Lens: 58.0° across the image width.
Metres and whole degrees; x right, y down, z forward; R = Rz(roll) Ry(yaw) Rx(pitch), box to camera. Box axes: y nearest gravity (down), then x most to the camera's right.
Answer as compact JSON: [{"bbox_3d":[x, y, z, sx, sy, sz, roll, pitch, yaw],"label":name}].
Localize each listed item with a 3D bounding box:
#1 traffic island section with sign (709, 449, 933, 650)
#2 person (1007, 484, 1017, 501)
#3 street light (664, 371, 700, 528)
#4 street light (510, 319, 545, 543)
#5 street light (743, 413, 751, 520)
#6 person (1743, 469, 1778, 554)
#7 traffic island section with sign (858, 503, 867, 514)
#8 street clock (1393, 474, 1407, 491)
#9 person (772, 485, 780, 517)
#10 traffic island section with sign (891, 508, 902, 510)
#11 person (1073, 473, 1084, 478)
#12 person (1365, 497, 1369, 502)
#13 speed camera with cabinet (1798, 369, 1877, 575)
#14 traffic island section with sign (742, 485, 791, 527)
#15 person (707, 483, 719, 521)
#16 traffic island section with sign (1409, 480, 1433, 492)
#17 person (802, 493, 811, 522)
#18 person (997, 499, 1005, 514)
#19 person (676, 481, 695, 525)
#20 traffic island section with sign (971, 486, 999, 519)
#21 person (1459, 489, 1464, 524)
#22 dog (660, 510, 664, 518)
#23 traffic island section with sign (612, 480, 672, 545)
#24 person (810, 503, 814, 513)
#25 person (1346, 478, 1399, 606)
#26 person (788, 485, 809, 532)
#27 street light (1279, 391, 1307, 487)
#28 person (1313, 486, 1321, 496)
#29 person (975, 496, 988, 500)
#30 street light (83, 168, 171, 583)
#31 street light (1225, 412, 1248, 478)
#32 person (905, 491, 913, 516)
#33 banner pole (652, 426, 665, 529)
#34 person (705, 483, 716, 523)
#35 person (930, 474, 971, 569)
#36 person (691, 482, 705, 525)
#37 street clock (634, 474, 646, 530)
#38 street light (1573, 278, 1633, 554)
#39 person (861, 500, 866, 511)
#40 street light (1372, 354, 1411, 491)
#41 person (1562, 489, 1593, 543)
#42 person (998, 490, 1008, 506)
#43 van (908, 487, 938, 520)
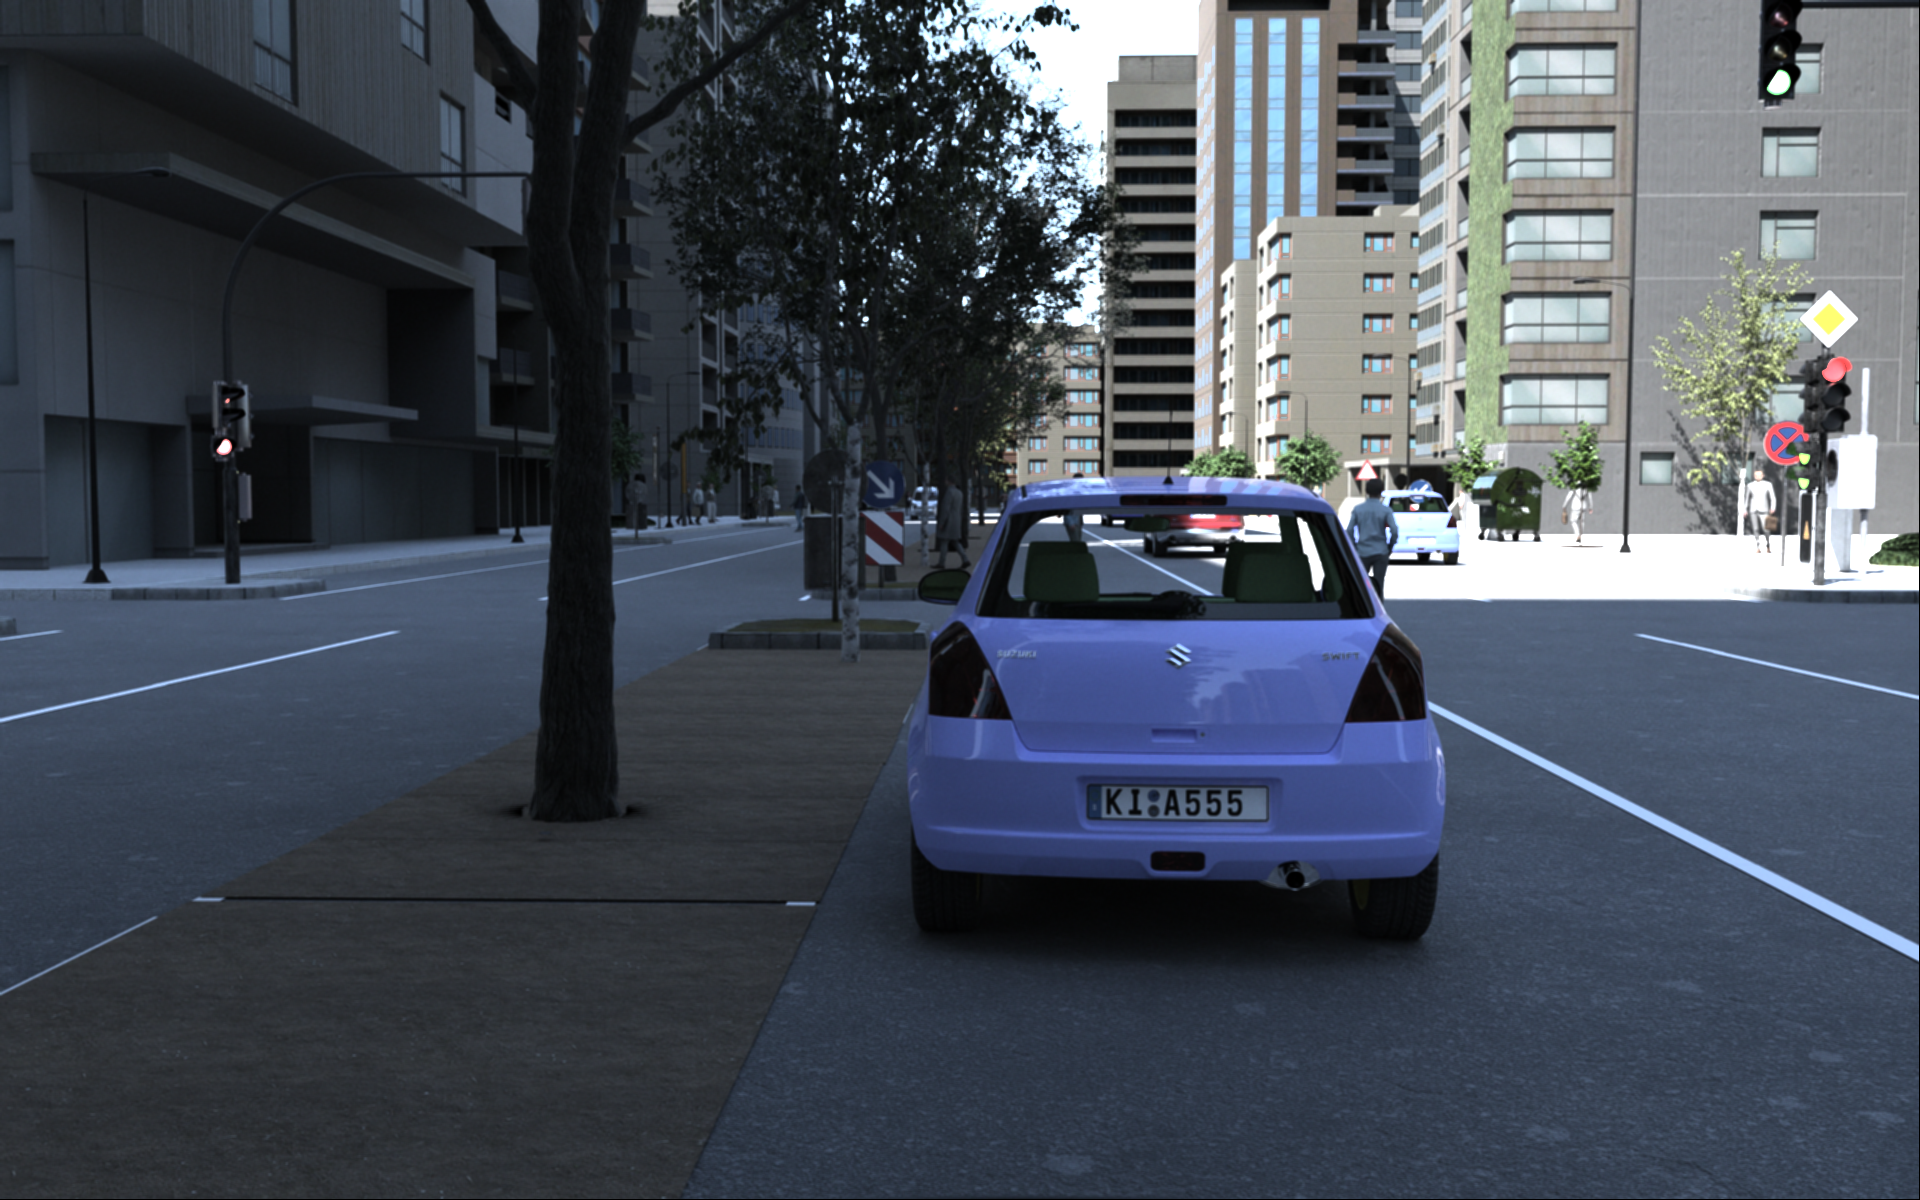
[{"bbox_3d":[-1.279,-0.529,16.790,2.006,1.907,1.989,0,4,2],"label":"traffic island section with sign"},{"bbox_3d":[1.856,-3.182,60.797,0.793,1.790,0.793,-1,4,-13],"label":"person"},{"bbox_3d":[-10.514,-5.696,65.663,1.470,5.913,1.316,0,4,2],"label":"street light"},{"bbox_3d":[-11.145,-4.466,45.555,1.470,5.913,1.316,0,4,2],"label":"street light"},{"bbox_3d":[-10.032,-6.926,85.776,1.470,5.913,1.316,0,4,2],"label":"street light"},{"bbox_3d":[17.177,-1.896,37.169,0.709,1.813,0.853,2,4,34],"label":"person"},{"bbox_3d":[-7.034,-7.211,126.524,1.989,1.847,2.006,0,4,2],"label":"traffic island section with sign"},{"bbox_3d":[15.696,-3.497,61.743,0.471,2.002,0.358,0,4,-6],"label":"street clock"},{"bbox_3d":[-10.469,-5.586,97.728,0.624,1.780,0.694,-2,4,-35],"label":"person"},{"bbox_3d":[-6.204,-8.859,153.467,1.989,1.847,2.006,0,4,2],"label":"traffic island section with sign"},{"bbox_3d":[1.896,-1.243,29.175,0.444,1.785,0.601,2,4,35],"label":"person"},{"bbox_3d":[15.035,-3.448,62.763,0.721,1.781,0.623,3,5,42],"label":"person"},{"bbox_3d":[14.222,-2.065,28.101,0.660,3.252,2.038,1,4,11],"label":"speed camera with cabinet"},{"bbox_3d":[-8.540,-4.163,76.695,1.989,1.847,2.006,0,4,2],"label":"traffic island section with sign"},{"bbox_3d":[-11.856,-4.688,82.787,0.635,1.810,0.391,3,4,38],"label":"person"},{"bbox_3d":[12.751,-2.472,49.041,1.989,1.847,2.006,0,4,2],"label":"traffic island section with sign"},{"bbox_3d":[-7.827,-4.864,88.567,0.519,1.759,0.362,2,4,30],"label":"person"},{"bbox_3d":[2.007,-4.295,83.745,0.382,1.210,0.505,1,4,15],"label":"person"},{"bbox_3d":[-11.518,-4.082,72.694,0.836,1.842,0.656,0,4,-7],"label":"person"},{"bbox_3d":[1.218,-5.576,99.298,2.006,1.907,1.989,0,4,2],"label":"traffic island section with sign"},{"bbox_3d":[21.557,-4.016,74.295,0.523,1.515,0.503,-1,4,-14],"label":"person"},{"bbox_3d":[-16.296,-4.723,94.963,0.550,0.427,0.748,2,4,27],"label":"dog"},{"bbox_3d":[-9.352,-2.515,49.752,1.989,1.847,2.006,0,4,2],"label":"traffic island section with sign"},{"bbox_3d":[-9.878,-6.635,114.530,1.348,1.823,0.705,0,4,7],"label":"person"},{"bbox_3d":[4.361,-0.489,18.306,0.589,1.601,0.330,2,4,34],"label":"person"},{"bbox_3d":[-6.074,-3.453,65.309,0.721,1.781,0.623,1,4,17],"label":"person"},{"bbox_3d":[15.025,-6.450,77.992,1.470,5.913,1.316,0,4,2],"label":"street light"},{"bbox_3d":[18.871,-5.246,91.996,0.709,1.800,0.728,0,4,-1],"label":"person"},{"bbox_3d":[1.966,-8.954,154.831,1.348,1.831,0.705,2,4,27],"label":"person"},{"bbox_3d":[-11.931,-3.197,24.818,1.470,5.913,1.316,0,4,2],"label":"street light"},{"bbox_3d":[15.726,-7.694,98.332,1.470,5.913,1.316,0,4,2],"label":"street light"},{"bbox_3d":[-3.360,-6.415,114.863,0.593,1.643,0.415,1,4,11],"label":"person"},{"bbox_3d":[-11.074,-4.479,63.247,0.401,3.779,0.863,1,4,9],"label":"banner pole"},{"bbox_3d":[-10.874,-4.228,75.717,0.362,1.759,0.519,2,4,35],"label":"person"},{"bbox_3d":[-0.185,-1.485,32.883,0.767,1.812,0.694,2,4,26],"label":"person"},{"bbox_3d":[-10.775,-3.944,71.012,0.515,1.767,0.782,1,4,19],"label":"person"},{"bbox_3d":[-11.457,-3.515,62.033,0.358,2.002,0.471,-2,4,-35],"label":"street clock"},{"bbox_3d":[13.869,-3.964,37.348,1.470,5.913,1.316,0,4,2],"label":"street light"},{"bbox_3d":[-6.618,-6.790,119.506,1.348,1.826,0.705,-3,5,-40],"label":"person"},{"bbox_3d":[14.405,-5.210,57.720,1.470,5.913,1.316,0,4,2],"label":"street light"},{"bbox_3d":[16.332,-2.423,45.776,0.709,1.813,0.853,0,4,-7],"label":"person"},{"bbox_3d":[3.431,-7.475,131.424,1.217,1.736,0.721,1,4,17],"label":"person"},{"bbox_3d":[-1.856,-5.487,96.724,2.013,2.044,4.112,0,4,3],"label":"van"}]
